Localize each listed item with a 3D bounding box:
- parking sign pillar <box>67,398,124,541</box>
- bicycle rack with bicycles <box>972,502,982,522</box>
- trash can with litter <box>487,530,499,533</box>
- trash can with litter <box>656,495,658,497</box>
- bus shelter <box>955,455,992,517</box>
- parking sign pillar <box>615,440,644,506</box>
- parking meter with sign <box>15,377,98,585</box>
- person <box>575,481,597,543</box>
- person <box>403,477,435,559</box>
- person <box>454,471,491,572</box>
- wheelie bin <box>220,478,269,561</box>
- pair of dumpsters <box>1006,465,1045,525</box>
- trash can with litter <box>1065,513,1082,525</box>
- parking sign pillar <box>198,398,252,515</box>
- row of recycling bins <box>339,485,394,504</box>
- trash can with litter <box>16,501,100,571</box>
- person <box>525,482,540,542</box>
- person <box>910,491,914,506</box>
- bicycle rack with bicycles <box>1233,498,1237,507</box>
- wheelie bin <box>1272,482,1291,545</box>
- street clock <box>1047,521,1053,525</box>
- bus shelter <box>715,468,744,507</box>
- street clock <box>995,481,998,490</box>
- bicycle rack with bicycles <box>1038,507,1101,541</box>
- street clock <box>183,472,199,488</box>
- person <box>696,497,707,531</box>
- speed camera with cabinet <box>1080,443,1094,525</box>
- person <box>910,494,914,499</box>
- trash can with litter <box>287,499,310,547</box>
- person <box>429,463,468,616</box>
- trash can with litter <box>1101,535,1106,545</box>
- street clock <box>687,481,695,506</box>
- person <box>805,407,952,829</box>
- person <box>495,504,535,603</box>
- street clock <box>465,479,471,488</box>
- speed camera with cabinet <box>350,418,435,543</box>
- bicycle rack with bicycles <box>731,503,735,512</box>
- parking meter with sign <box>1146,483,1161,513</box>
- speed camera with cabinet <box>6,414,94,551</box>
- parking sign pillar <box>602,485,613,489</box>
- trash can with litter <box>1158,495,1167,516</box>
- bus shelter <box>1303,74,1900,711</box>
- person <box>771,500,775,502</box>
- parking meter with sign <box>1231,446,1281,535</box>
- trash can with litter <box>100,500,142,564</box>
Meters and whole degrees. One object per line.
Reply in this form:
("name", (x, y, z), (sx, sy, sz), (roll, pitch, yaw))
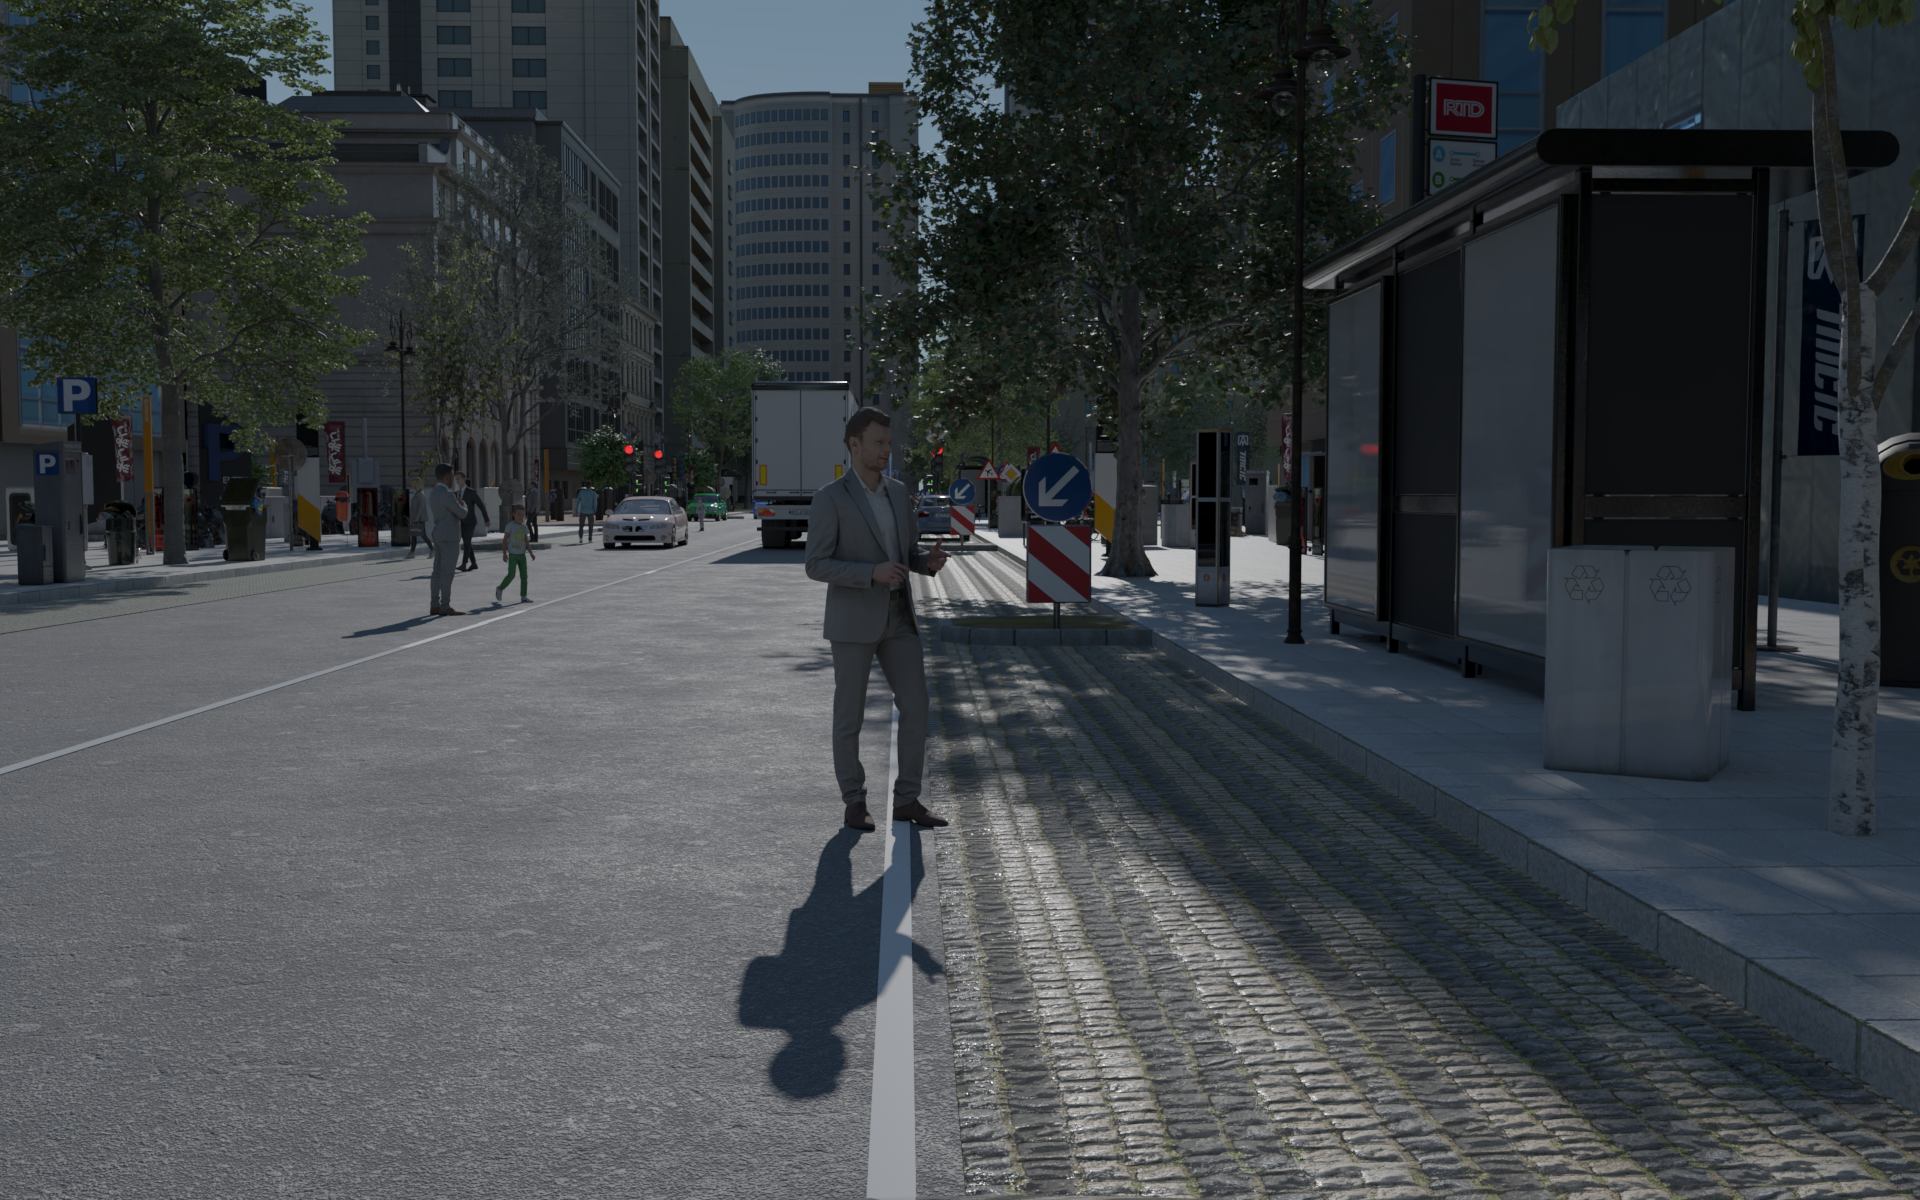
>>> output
("parking sign pillar", (-23.681, -3.608, 47.464), (1.447, 3.967, 1.447), (-1, 4, -16))
("bicycle rack with bicycles", (1.545, -4.090, 80.259), (2.852, 0.926, 2.925), (0, 4, -7))
("trash can with litter", (-15.700, -2.791, 56.686), (2.233, 1.210, 1.678), (-1, 4, -14))
("trash can with litter", (-21.063, -6.651, 119.799), (1.678, 1.210, 2.233), (-1, 4, -17))
("bus shelter", (0.848, -6.050, 92.849), (2.014, 3.302, 5.546), (0, 4, -2))
("parking sign pillar", (-16.208, -5.913, 85.157), (1.447, 3.967, 1.447), (-1, 4, -12))
("parking meter with sign", (-13.092, -1.762, 25.076), (0.543, 3.016, 1.738), (0, 4, -5))
("person", (-10.904, -2.566, 50.473), (0.660, 1.820, 0.620), (0, 4, -4))
("person", (-11.894, -1.801, 38.134), (0.728, 1.800, 0.709), (-2, 4, -25))
("person", (-9.163, -1.452, 32.019), (0.659, 1.850, 0.755), (2, 4, 27))
("wheelie bin", (-13.762, -1.553, 33.298), (0.980, 1.594, 0.693), (1, 4, 10))
("pair of dumpsters", (2.490, -3.508, 59.845), (1.574, 2.255, 4.437), (0, 4, -2))
("trash can with litter", (3.826, -2.687, 55.313), (1.055, 1.170, 0.624), (3, 5, 41))
("parking sign pillar", (-20.469, -3.658, 48.278), (1.447, 3.967, 1.447), (3, 5, 42))
("row of recycling bins", (-26.160, -4.235, 76.353), (1.069, 1.692, 3.534), (1, 4, 15))
("trash can with litter", (-14.467, -0.996, 27.676), (1.055, 1.170, 0.624), (0, 4, -7))
("person", (-12.641, -2.598, 51.158), (0.473, 1.802, 0.592), (0, 4, 3))
("person", (-5.034, -10.525, 181.142), (0.434, 1.755, 0.990), (1, 4, 13))
("bicycle rack with bicycles", (22.700, -8.311, 149.265), (2.852, 0.926, 2.925), (0, 4, 1))
("wheelie bin", (8.255, -2.189, 43.704), (0.693, 1.594, 0.980), (1, 4, 17))
("street clock", (1.855, -1.868, 35.109), (0.471, 2.002, 0.358), (1, 4, 12))
("bus shelter", (-18.417, -8.790, 137.645), (2.014, 3.302, 5.546), (0, 4, -2))
("street clock", (2.061, -5.210, 89.759), (0.471, 2.002, 0.358), (-1, 4, -14))
("bicycle rack with bicycles", (3.166, -2.071, 47.241), (2.925, 0.926, 2.852), (-1, 4, -15))
("street clock", (-25.167, -3.188, 56.687), (0.471, 2.002, 0.358), (1, 4, 16))
("person", (-10.013, -3.317, 67.012), (0.425, 1.301, 0.394), (0, 4, 6))
("speed camera with cabinet", (4.768, -4.465, 67.335), (0.660, 3.252, 2.038), (0, 4, -4))
("person", (-5.127, -10.244, 179.182), (0.628, 1.438, 0.799), (3, 4, 37))
("trash can with litter", (-16.213, -1.912, 42.645), (0.624, 1.170, 1.055), (-1, 4, -15))
("person", (-6.042, -0.725, 20.542), (0.511, 1.800, 0.466), (3, 4, 37))
("trash can with litter", (3.988, -1.969, 43.576), (1.055, 1.170, 0.624), (-1, 4, -12))
("street clock", (-15.456, -5.803, 99.452), (0.358, 2.002, 0.471), (2, 4, 27))
("person", (-0.324, 0.080, 7.397), (0.583, 1.804, 0.606), (3, 5, 43))
("person", (-5.899, -0.624, 22.944), (0.590, 1.304, 0.306), (2, 4, 27))
("street clock", (-23.461, -4.773, 82.615), (0.358, 2.002, 0.471), (-1, 4, -13))
("speed camera with cabinet", (-14.890, -3.124, 45.415), (2.038, 3.252, 0.660), (-2, 4, -26))
("bicycle rack with bicycles", (-17.710, -6.729, 123.405), (2.925, 0.926, 2.852), (0, 4, 3))
("parking meter with sign", (13.104, -7.520, 119.205), (1.738, 3.016, 0.543), (1, 4, 11))
("speed camera with cabinet", (-20.467, -2.725, 38.893), (2.038, 3.252, 0.660), (1, 4, 20))
("parking sign pillar", (-21.982, -7.416, 109.729), (1.447, 3.967, 1.447), (0, 4, -4))
("trash can with litter", (11.710, -5.565, 102.048), (1.678, 1.210, 2.233), (3, 5, 43))
("bus shelter", (4.233, -2.244, 14.314), (2.179, 5.291, 8.768), (0, 4, -2))
("person", (-9.027, -4.674, 85.263), (0.374, 1.781, 0.599), (-3, 5, -43))
("parking meter with sign", (9.379, -3.573, 54.673), (1.738, 3.016, 0.543), (2, 4, 24))
("trash can with litter", (-15.331, -1.239, 31.644), (0.624, 1.170, 1.055), (-1, 4, -16))
